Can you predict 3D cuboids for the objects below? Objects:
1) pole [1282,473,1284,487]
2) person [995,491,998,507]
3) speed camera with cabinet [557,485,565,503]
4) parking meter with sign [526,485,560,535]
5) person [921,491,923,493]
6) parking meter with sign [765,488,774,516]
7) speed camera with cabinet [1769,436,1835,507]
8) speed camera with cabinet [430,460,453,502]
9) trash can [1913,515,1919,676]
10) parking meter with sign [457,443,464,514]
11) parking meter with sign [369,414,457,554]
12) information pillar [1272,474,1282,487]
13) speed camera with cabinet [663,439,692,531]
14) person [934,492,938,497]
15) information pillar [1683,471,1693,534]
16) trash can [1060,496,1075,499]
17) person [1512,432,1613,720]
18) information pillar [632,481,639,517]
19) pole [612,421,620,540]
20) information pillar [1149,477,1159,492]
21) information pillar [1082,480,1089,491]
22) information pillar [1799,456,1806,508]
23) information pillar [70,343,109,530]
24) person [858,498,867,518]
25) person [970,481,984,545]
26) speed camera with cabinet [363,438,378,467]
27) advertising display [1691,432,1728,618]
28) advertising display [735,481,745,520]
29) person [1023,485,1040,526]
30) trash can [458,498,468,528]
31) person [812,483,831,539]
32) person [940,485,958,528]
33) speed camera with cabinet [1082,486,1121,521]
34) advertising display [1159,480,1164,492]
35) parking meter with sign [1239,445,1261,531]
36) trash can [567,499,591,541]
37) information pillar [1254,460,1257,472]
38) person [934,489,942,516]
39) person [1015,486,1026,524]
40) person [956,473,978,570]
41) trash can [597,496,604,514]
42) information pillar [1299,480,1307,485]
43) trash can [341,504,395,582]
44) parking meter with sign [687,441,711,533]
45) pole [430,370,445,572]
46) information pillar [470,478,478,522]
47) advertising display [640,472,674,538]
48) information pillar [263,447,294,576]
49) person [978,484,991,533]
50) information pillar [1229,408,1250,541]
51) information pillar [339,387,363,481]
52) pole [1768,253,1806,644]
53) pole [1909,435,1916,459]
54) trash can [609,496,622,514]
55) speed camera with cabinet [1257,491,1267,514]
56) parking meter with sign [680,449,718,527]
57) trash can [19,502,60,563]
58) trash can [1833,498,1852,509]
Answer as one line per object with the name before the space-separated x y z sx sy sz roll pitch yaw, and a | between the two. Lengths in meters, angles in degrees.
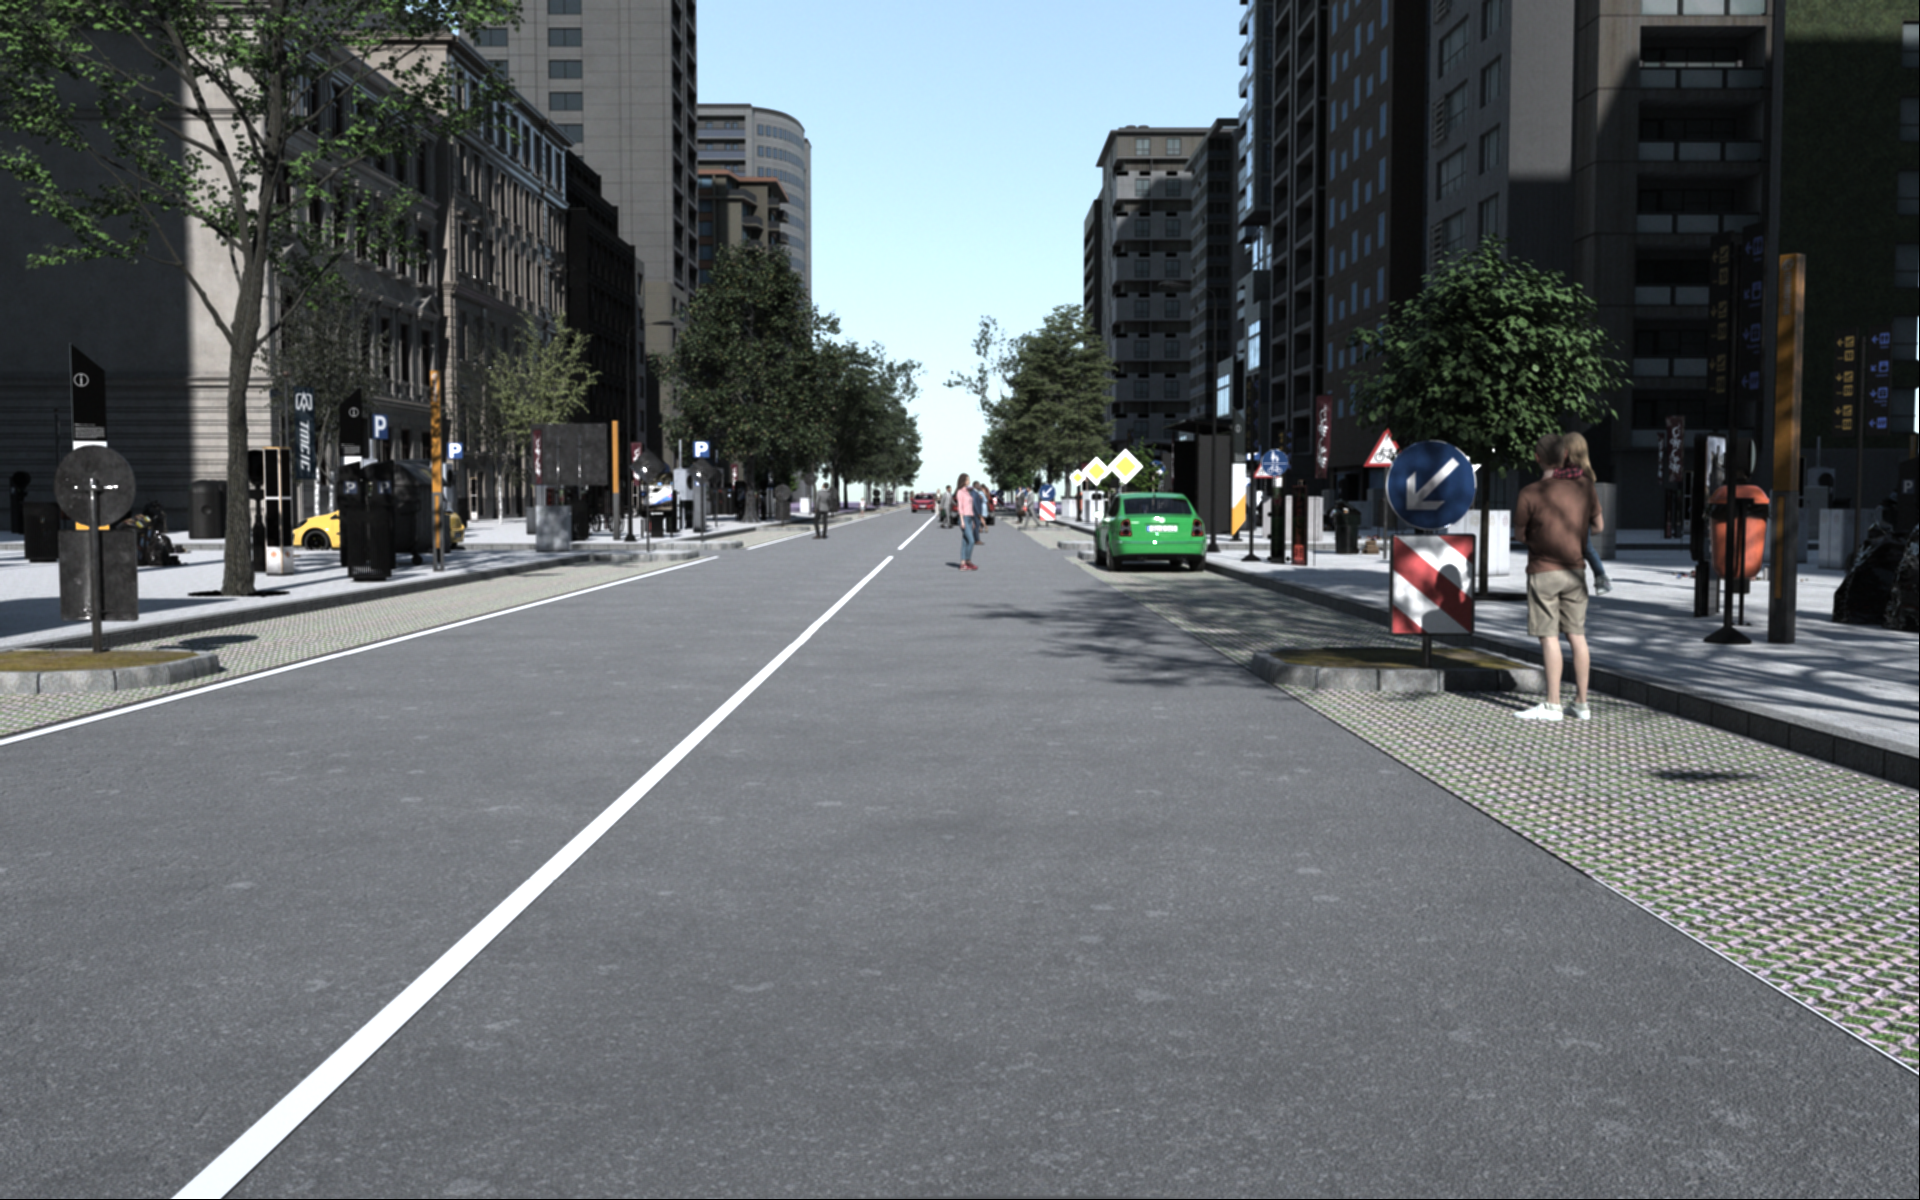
pole | 19.242 -6.699 103.378 0.158 3.312 0.155 0 3 0
person | 3.698 -10.425 179.626 1.217 1.739 0.721 -2 4 -24
speed camera with cabinet | -20.880 -5.869 90.289 0.660 3.252 2.038 2 4 33
parking meter with sign | -13.302 -3.630 55.615 0.543 3.016 1.738 1 4 18
person | -5.455 -14.620 247.552 0.705 1.822 1.348 -1 4 -9
parking meter with sign | -11.401 -6.562 103.552 0.543 3.016 1.738 -1 4 -22
speed camera with cabinet | 28.656 -3.951 58.927 2.038 3.252 0.660 0 4 -8
speed camera with cabinet | -14.799 -3.322 48.657 0.660 3.252 2.038 0 3 0
trash can | 6.709 0.012 11.450 0.748 1.137 0.748 0 3 0
parking meter with sign | -17.124 -3.770 57.907 0.543 3.016 1.738 0 4 2
parking meter with sign | -11.885 -2.525 37.550 1.738 3.016 0.543 1 4 19
information pillar | 15.516 -5.705 84.625 0.504 3.616 0.183 -1 4 -10
speed camera with cabinet | -10.200 -4.125 61.781 0.660 3.252 2.038 2 4 25
person | -2.967 -13.558 230.997 1.217 1.723 0.721 0 4 -6
information pillar | 23.324 -3.106 55.276 0.304 2.012 0.304 -2 4 -27
trash can | 6.891 -6.173 112.585 0.748 1.137 0.748 0 3 0
person | 3.840 -0.156 11.031 0.573 1.828 0.580 2 4 31
information pillar | -18.144 -5.648 96.838 0.304 2.012 0.304 0 4 -2
pole | -9.548 -3.318 48.093 0.158 3.312 0.155 0 3 0
information pillar | 6.602 -3.354 59.332 0.304 2.012 0.304 -3 5 -44
information pillar | 6.544 -5.252 90.357 0.304 2.012 0.304 2 4 25
information pillar | 16.068 -1.769 33.416 0.304 2.012 0.304 0 4 -6
information pillar | -13.633 -2.188 27.124 0.504 3.616 0.183 -2 4 -30
person | -5.800 -5.497 103.397 0.505 1.210 0.382 -2 4 -26
person | 0.463 -2.494 49.453 0.419 1.800 0.721 0 4 -5
speed camera with cabinet | -15.962 -3.162 46.033 0.660 3.252 2.038 -2 4 -30
advertising display | 7.909 -0.799 18.285 0.123 1.923 0.974 3 4 36
advertising display | -10.777 -4.872 84.871 0.123 1.923 0.974 1 4 18
person | 2.944 -3.864 71.953 0.850 1.792 0.678 -1 4 -9
trash can | -18.177 -3.125 62.748 0.748 1.137 0.748 0 3 0
person | -4.451 -2.874 55.671 0.592 1.802 0.473 -1 4 -21
person | -0.518 -3.896 72.472 0.850 1.792 0.678 3 5 40
speed camera with cabinet | 6.772 -5.405 82.707 2.038 3.252 0.660 -3 4 -37
advertising display | 8.883 -4.393 77.036 0.123 1.923 0.974 1 4 22
parking meter with sign | 10.143 -3.949 60.829 0.543 3.016 1.738 1 4 19
trash can | -10.530 -2.199 47.611 0.748 1.137 0.748 0 3 0
information pillar | 13.064 -5.275 77.593 0.504 3.616 0.183 2 4 25
person | -1.387 -6.298 112.018 0.519 1.759 0.362 0 4 -7
person | 2.922 -4.604 83.743 0.622 1.834 0.822 2 4 35
person | 0.113 -1.472 32.571 0.388 1.821 0.555 1 4 11
trash can | -21.854 -5.776 106.095 0.748 1.137 0.748 0 3 0
information pillar | 17.884 -5.259 90.475 0.304 2.012 0.304 -1 4 -22
trash can | -8.679 -0.843 25.438 0.748 1.137 0.748 0 3 0
parking meter with sign | -8.683 -3.764 57.799 0.543 3.016 1.738 -1 4 -13
pole | -8.649 -2.129 28.649 0.158 3.312 0.155 0 3 0
information pillar | -22.262 -4.580 79.372 0.304 2.012 0.304 -1 4 -9
advertising display | -8.904 -2.791 50.851 0.974 1.923 0.123 -1 4 -14
information pillar | -10.719 -1.391 27.241 0.304 2.012 0.304 1 4 15
person | 0.902 -3.408 64.308 0.616 1.811 0.778 -2 4 -28
information pillar | 7.582 -3.411 47.130 0.504 3.616 0.183 -3 4 -38
information pillar | -13.304 -2.848 37.927 0.504 3.616 0.183 0 4 2
pole | 7.079 -1.283 14.828 0.158 3.312 0.155 0 3 0
pole | 32.878 -4.036 59.835 0.158 3.312 0.155 0 3 0
trash can | -20.568 -5.615 103.460 0.748 1.137 0.748 0 3 0
speed camera with cabinet | 14.363 -5.663 86.928 2.038 3.252 0.660 0 4 6
parking meter with sign | -10.249 -4.323 66.946 1.738 3.016 0.543 0 4 4
trash can | -17.244 -1.278 32.541 0.748 1.137 0.748 0 3 0
trash can | 30.231 -2.927 59.516 0.748 1.137 0.748 0 3 0
